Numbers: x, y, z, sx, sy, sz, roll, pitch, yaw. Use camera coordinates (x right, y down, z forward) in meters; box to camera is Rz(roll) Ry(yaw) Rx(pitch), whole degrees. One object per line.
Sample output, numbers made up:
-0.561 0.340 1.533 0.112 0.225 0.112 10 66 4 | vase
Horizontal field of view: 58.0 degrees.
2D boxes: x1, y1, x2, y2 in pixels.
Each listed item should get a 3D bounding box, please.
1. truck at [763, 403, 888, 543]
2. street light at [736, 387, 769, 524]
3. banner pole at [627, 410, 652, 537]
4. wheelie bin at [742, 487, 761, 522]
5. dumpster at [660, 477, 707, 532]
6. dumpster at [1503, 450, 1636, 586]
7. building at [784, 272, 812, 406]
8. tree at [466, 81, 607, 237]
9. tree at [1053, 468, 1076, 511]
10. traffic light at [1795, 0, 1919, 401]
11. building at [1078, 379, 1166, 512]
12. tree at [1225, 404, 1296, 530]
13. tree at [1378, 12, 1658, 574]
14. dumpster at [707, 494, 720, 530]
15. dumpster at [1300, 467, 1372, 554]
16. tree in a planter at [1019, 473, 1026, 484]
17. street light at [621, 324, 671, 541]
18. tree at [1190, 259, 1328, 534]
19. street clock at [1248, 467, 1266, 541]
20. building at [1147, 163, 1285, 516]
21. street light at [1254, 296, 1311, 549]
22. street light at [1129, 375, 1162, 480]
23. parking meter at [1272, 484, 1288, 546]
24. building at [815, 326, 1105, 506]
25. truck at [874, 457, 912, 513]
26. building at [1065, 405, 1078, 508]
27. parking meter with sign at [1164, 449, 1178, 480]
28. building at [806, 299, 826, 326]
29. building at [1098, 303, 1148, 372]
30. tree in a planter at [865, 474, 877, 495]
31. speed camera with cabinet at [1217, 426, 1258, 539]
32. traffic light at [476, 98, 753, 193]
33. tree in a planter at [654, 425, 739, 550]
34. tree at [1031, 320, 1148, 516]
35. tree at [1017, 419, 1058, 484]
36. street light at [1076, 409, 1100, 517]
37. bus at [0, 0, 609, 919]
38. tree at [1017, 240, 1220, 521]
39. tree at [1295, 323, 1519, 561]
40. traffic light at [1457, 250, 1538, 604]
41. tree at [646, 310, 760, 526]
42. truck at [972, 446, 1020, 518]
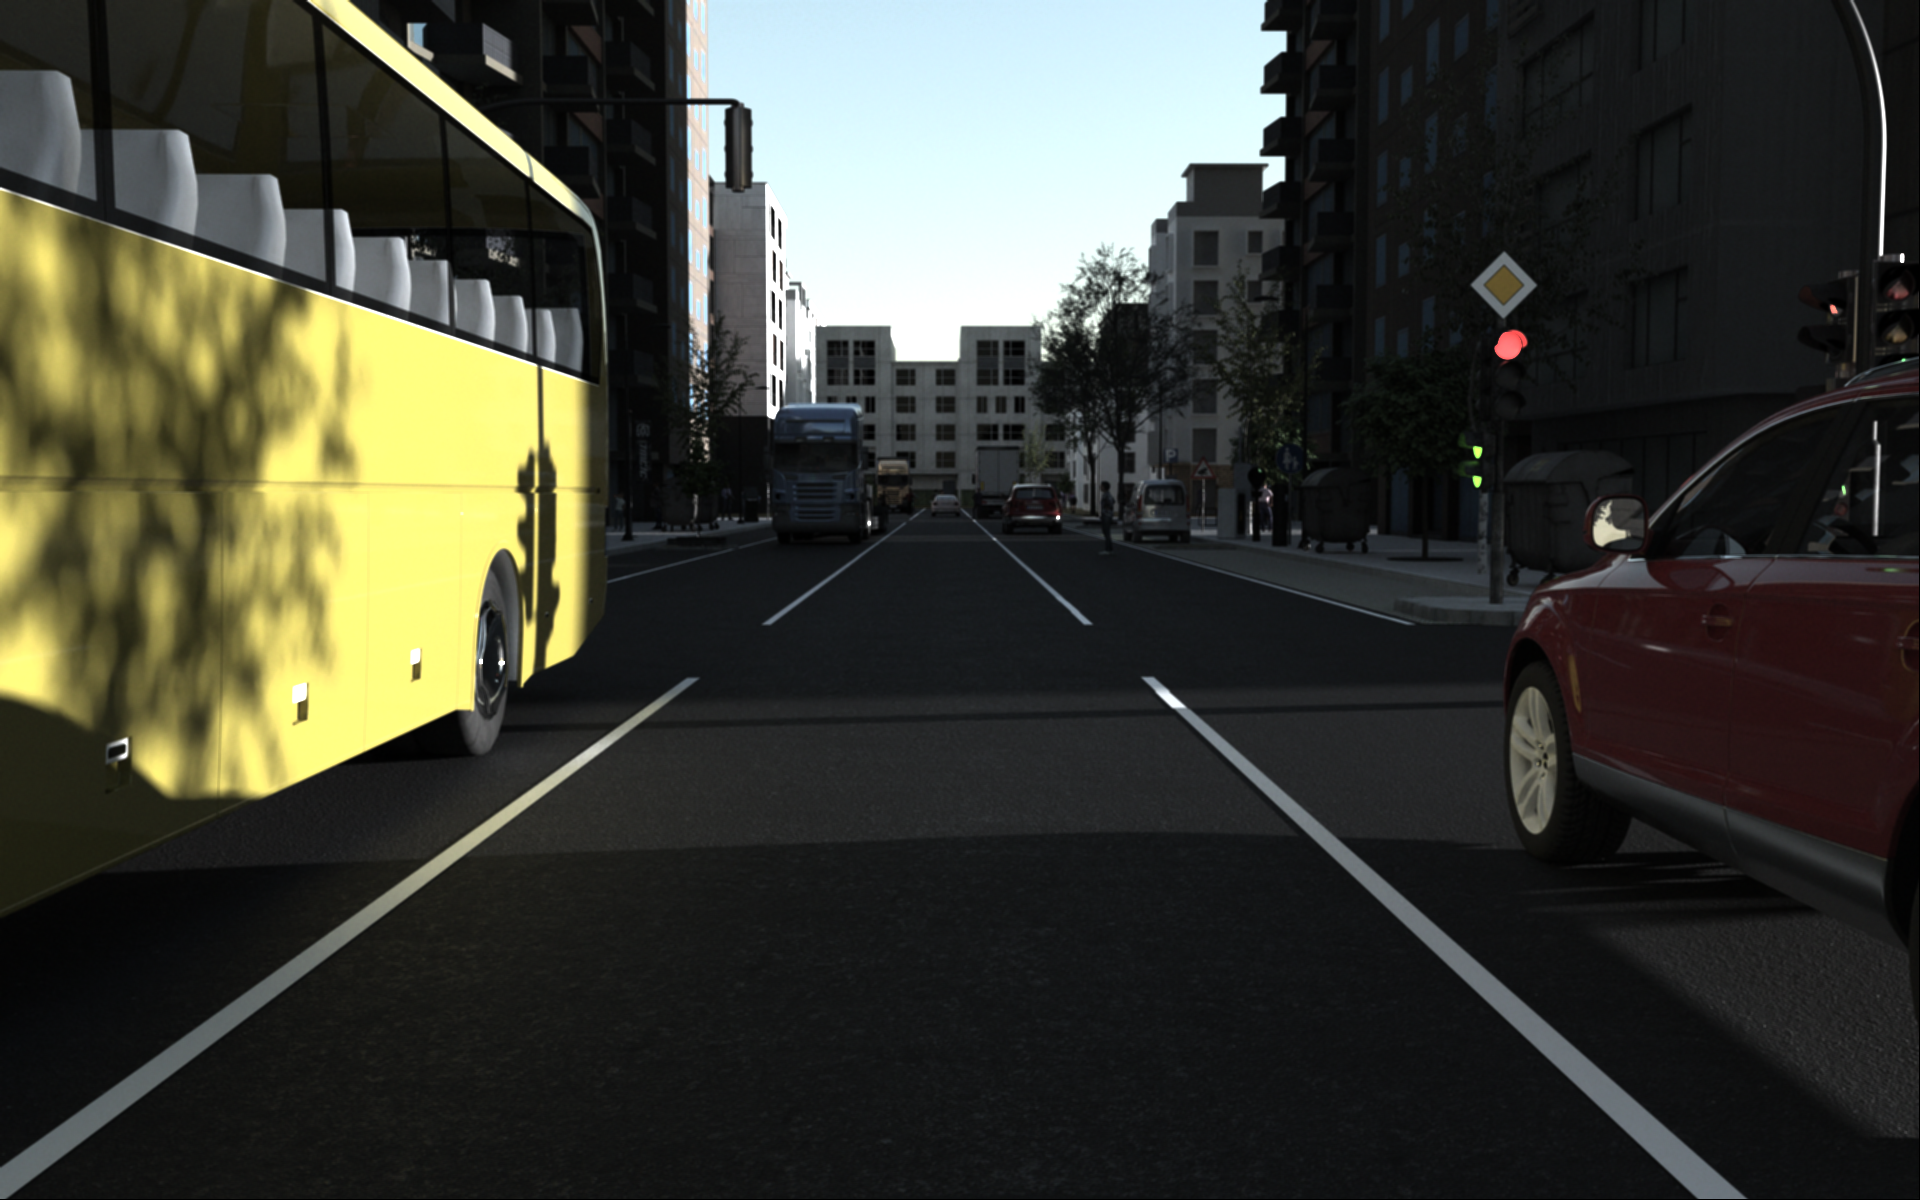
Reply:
-4.015 -4.117 57.073 2.967 4.110 18.799 0 4 0 | truck
-8.965 -6.260 74.896 1.470 5.913 1.316 0 4 0 | street light
-9.581 -3.764 51.560 0.863 3.779 0.401 -1 4 -11 | banner pole
-9.623 -4.360 79.192 0.980 1.594 0.693 -2 4 -23 | wheelie bin
-9.399 -3.224 58.475 1.264 1.857 1.865 0 4 0 | dumpster
8.224 -1.080 23.410 1.264 1.857 1.865 0 4 -1 | dumpster
-21.154 -17.667 145.279 16.016 20.091 11.380 0 4 0 | building
-8.843 -4.939 31.113 4.360 8.622 3.978 0 3 0 | tree
7.983 -8.225 129.082 1.663 3.219 1.824 0 3 0 | tree
4.233 -2.283 12.001 4.771 5.953 1.251 0 4 0 | traffic light
14.403 -11.202 125.294 9.099 9.664 28.070 0 4 0 | building
11.362 -4.848 62.971 4.285 4.588 4.351 0 3 0 | tree
8.617 -4.723 27.580 4.360 8.622 3.978 0 3 0 | tree
-9.329 -3.448 62.129 1.264 1.857 1.865 0 4 -1 | dumpster
8.273 -1.976 38.063 1.264 1.857 1.865 0 4 -1 | dumpster
5.173 -9.286 149.050 1.991 3.239 1.994 0 4 0 | tree in a planter
-8.596 -4.581 47.436 1.470 5.913 1.316 0 4 0 | street light
9.484 -6.405 55.089 4.737 8.622 4.395 0 3 0 | tree
8.039 -2.590 46.921 0.471 2.002 0.358 1 4 19 | street clock
19.655 -15.207 105.053 16.016 20.091 11.380 0 4 0 | building
7.574 -4.168 40.687 1.470 5.913 1.316 0 4 0 | street light
7.313 -5.828 67.823 1.470 5.913 1.316 0 4 0 | street light
7.864 -2.088 42.556 0.372 1.533 0.369 0 3 0 | parking meter
0.018 -19.828 190.643 31.486 18.905 16.747 0 4 0 | building
-5.116 -8.834 133.346 2.839 4.237 11.283 0 4 -2 | truck
14.862 -12.960 154.048 9.099 9.664 28.070 0 4 0 | building
7.983 -4.240 65.581 0.543 3.016 1.738 0 4 6 | parking meter with sign
-32.092 -21.500 195.502 32.646 21.610 27.936 0 4 0 | building
33.018 -21.534 196.060 32.646 21.610 27.936 0 4 0 | building
-7.728 -9.313 149.497 1.991 3.239 1.994 0 4 0 | tree in a planter
8.051 -3.409 50.074 0.660 3.252 2.038 2 4 28 | speed camera with cabinet
-4.795 -2.777 20.069 4.771 5.953 1.251 0 4 0 | traffic light
-6.816 -2.926 45.062 1.991 3.239 1.994 0 4 0 | tree in a planter
7.787 -10.834 102.898 9.928 11.665 9.643 0 3 0 | tree
7.394 -13.506 171.188 4.737 8.622 4.395 0 3 0 | tree
7.069 -7.487 94.960 1.470 5.913 1.316 0 4 0 | street light
-3.715 -0.923 6.636 2.896 3.916 12.252 0 4 -1 | bus
7.791 -10.615 83.920 12.009 13.543 11.850 0 3 0 | tree
9.036 -3.053 33.634 4.285 4.588 4.351 0 3 0 | tree
6.254 -1.910 20.146 0.839 4.253 0.868 0 4 0 | traffic light
-10.123 -7.230 68.566 4.737 8.622 4.395 0 3 0 | tree
2.216 -7.192 106.496 2.839 4.237 11.283 0 4 0 | truck
